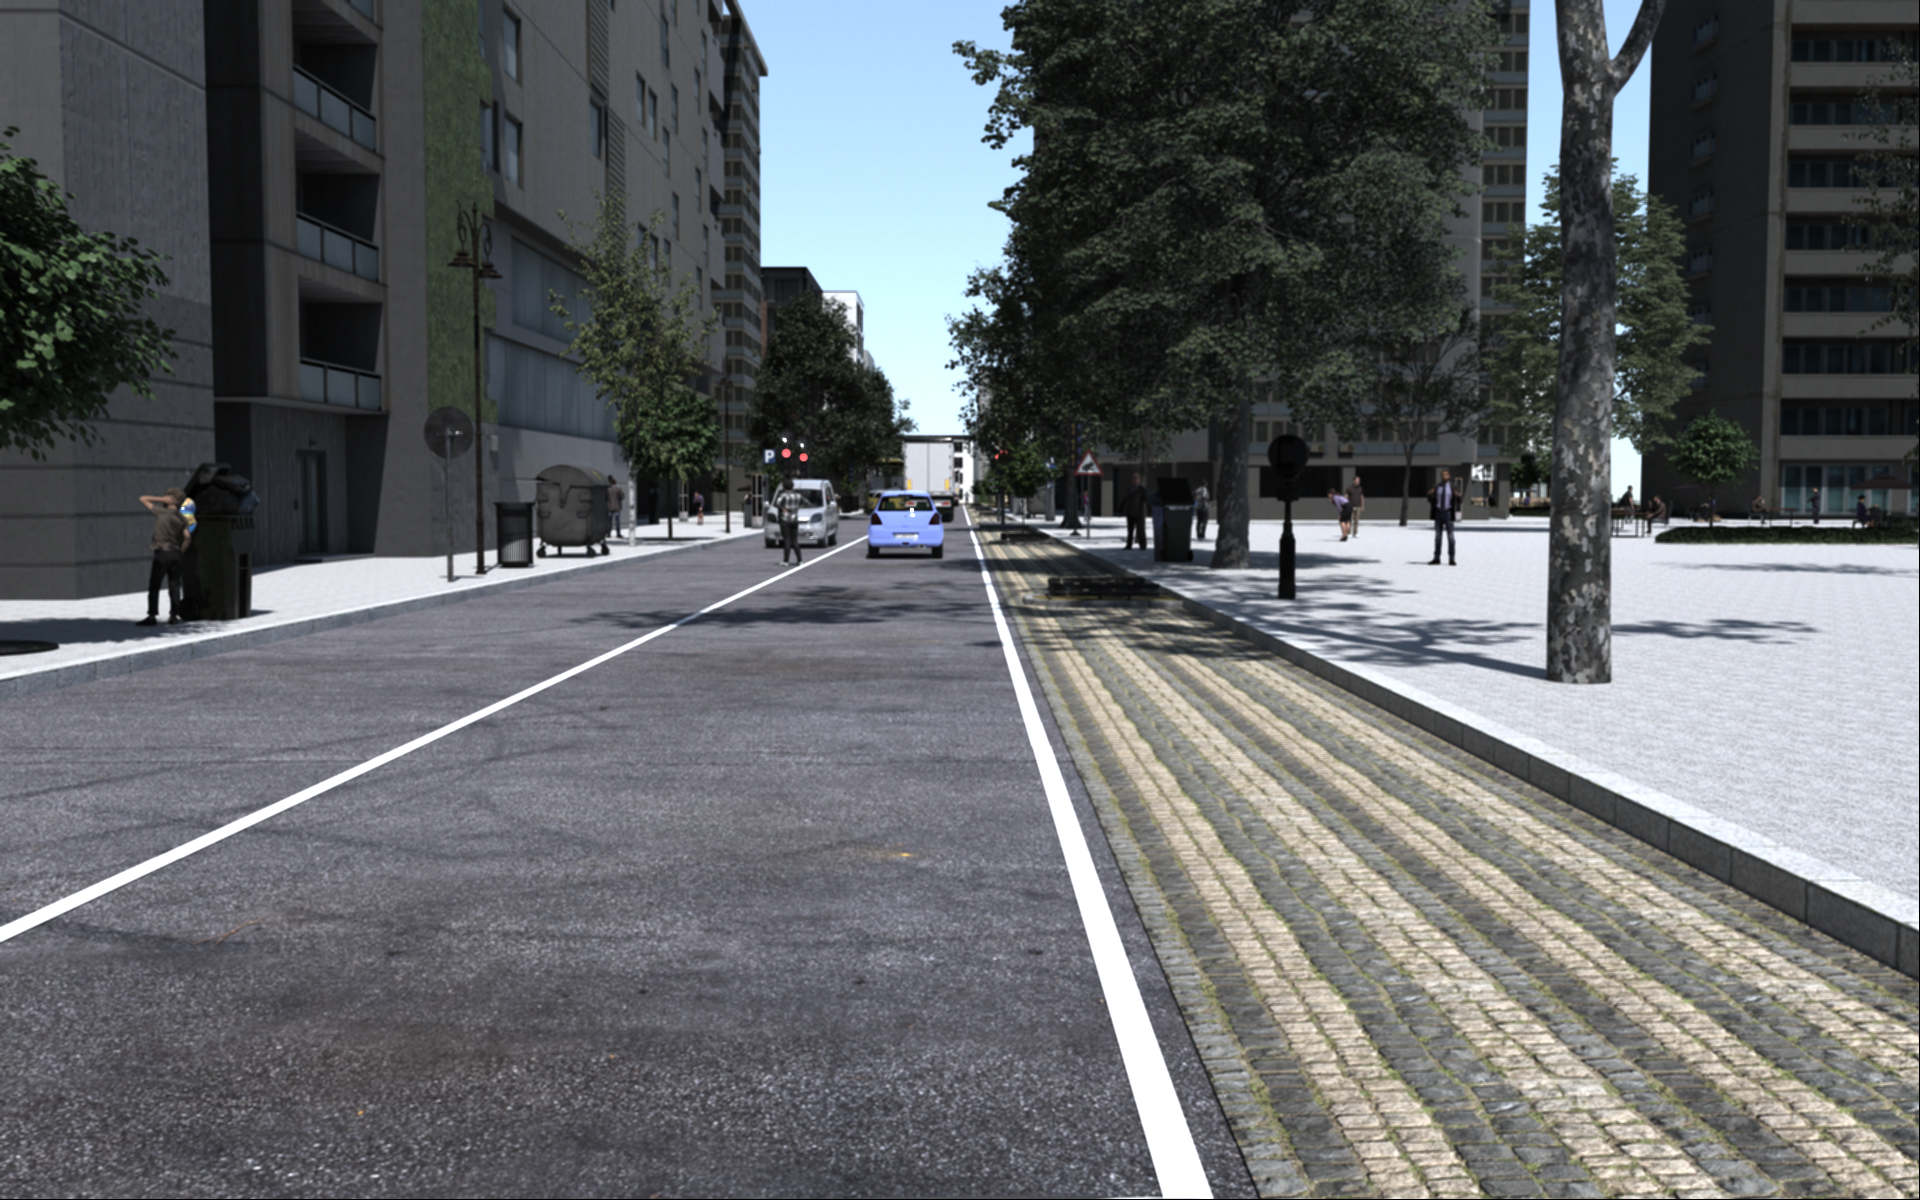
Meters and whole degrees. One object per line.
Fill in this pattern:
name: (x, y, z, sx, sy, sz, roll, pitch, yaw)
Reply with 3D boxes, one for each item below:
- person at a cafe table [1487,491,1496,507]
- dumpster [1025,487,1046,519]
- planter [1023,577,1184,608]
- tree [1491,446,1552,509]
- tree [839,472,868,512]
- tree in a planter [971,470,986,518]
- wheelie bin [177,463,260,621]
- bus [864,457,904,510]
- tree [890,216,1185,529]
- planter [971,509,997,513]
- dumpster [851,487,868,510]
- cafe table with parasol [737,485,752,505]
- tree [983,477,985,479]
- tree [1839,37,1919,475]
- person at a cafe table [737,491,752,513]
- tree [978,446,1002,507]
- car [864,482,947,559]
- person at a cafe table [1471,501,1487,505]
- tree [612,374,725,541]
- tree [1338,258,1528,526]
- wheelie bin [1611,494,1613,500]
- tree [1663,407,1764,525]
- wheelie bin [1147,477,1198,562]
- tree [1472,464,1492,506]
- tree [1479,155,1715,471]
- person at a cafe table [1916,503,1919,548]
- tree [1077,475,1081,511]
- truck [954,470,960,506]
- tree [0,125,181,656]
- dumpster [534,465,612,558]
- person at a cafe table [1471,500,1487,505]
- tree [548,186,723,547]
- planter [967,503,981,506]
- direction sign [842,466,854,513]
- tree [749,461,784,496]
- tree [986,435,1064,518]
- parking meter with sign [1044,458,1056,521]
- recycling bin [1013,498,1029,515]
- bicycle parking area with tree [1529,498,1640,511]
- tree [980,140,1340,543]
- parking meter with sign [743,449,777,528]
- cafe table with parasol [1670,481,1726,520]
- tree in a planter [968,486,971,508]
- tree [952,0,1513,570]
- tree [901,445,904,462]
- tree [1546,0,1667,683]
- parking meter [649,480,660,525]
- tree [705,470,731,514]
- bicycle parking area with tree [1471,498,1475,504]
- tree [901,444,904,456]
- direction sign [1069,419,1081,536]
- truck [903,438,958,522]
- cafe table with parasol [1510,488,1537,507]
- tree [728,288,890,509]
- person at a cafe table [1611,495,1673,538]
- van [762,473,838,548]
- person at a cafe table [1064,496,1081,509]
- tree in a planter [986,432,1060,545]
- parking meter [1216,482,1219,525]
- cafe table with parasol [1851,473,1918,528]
person at a cafe table: (40.604, -7.547, 131.912, 1.698, 1.524, 1.622, 0, 4, 3)
dumpster: (4.009, -5.099, 89.132, 1.264, 1.857, 1.865, 0, 3, 0)
planter: (1.825, -0.097, 22.720, 1.991, 0.319, 1.994, 0, 3, 0)
tree: (35.157, -7.656, 108.883, 4.285, 4.588, 4.351, 0, 3, 0)
tree: (-7.953, -8.100, 127.041, 1.663, 3.219, 1.824, 0, 3, 0)
tree in a planter: (1.813, -6.603, 105.176, 1.991, 3.239, 1.994, 0, 3, 0)
wheelie bin: (-7.619, -0.604, 17.787, 0.693, 1.594, 0.980, 0, 4, 1)
bus: (-4.845, -7.819, 119.389, 2.896, 3.916, 12.252, 0, 3, 0)
tree: (4.078, -9.001, 64.166, 9.611, 12.733, 9.660, 0, 3, 0)
planter: (1.816, -6.851, 133.153, 1.991, 0.319, 1.994, 0, 3, 0)
dumpster: (-7.742, -7.777, 132.911, 1.264, 1.857, 1.865, 0, 3, 0)
cafe table with parasol: (-20.253, -9.102, 153.682, 2.610, 1.966, 2.610, -2, 4, -32)
tree: (4.281, -13.311, 201.349, 4.285, 4.588, 4.351, 0, 3, 0)
tree: (15.154, -4.629, 26.041, 4.360, 8.622, 3.978, 0, 3, 0)
person at a cafe table: (-14.108, -6.607, 116.544, 1.698, 1.524, 1.622, -1, 4, -15)
tree: (3.807, -13.355, 168.713, 4.360, 8.622, 3.978, 0, 3, 0)
car: (-1.251, -1.842, 39.715, 1.945, 1.707, 3.694, 0, 4, -2)
person at a cafe table: (37.045, -7.216, 126.490, 1.698, 1.524, 1.622, -2, 4, -33)
tree: (-7.978, -3.921, 47.826, 4.285, 4.588, 4.351, 0, 3, 0)
tree: (17.604, -8.172, 68.022, 8.767, 10.594, 7.601, -1, 4, -9)
wheelie bin: (26.961, -3.967, 72.772, 0.693, 1.594, 0.980, -3, 5, -42)
tree: (28.269, -4.965, 64.888, 4.285, 4.588, 4.351, 0, 3, 0)
wheelie bin: (3.990, -1.523, 32.803, 0.980, 1.594, 0.693, -1, 4, -16)
tree: (36.263, -10.351, 119.608, 4.737, 8.622, 4.395, 0, 3, 0)
tree: (21.132, -8.535, 57.682, 7.486, 12.596, 7.792, 0, 3, 0)
person at a cafe table: (23.353, -1.815, 40.536, 1.726, 1.238, 1.698, 1, 4, 9)
tree: (9.192, -8.556, 134.487, 1.663, 3.219, 1.824, 0, 3, 0)
truck: (-1.430, -13.247, 205.502, 2.839, 4.237, 11.283, 0, 4, -2)
tree: (-8.239, -1.851, 13.975, 4.285, 4.588, 4.351, 0, 3, 0)
dumpster: (-7.893, -1.807, 35.301, 1.264, 1.857, 1.865, 0, 3, 0)
person at a cafe table: (45.440, -8.705, 153.190, 1.726, 1.238, 1.698, 3, 5, 40)
tree: (-7.867, -5.577, 41.550, 4.737, 8.622, 4.395, 0, 3, 0)
planter: (1.806, -11.512, 209.365, 1.991, 0.319, 1.994, 0, 3, 0)
direction sign: (-7.566, -7.625, 116.662, 0.876, 3.537, 0.379, 2, 4, 24)
tree: (-9.336, -5.539, 85.162, 1.663, 3.219, 1.824, 0, 3, 0)
tree: (3.976, -6.663, 92.647, 4.285, 4.588, 4.351, 0, 3, 0)
parking meter with sign: (4.293, -5.242, 81.967, 0.543, 3.016, 1.738, 0, 4, 5)
recycling bin: (3.704, -5.648, 104.905, 0.722, 1.027, 0.722, -3, 4, -36)
bicycle parking area with tree: (48.797, -9.118, 136.076, 9.016, 4.147, 8.231, 3, 5, 44)
tree: (4.626, -6.723, 44.339, 8.767, 10.594, 7.601, 0, 4, 4)
parking meter with sign: (-7.727, -4.312, 66.755, 0.543, 3.016, 1.738, 2, 4, 24)
cafe table with parasol: (36.290, -4.915, 85.218, 2.610, 1.966, 2.610, 1, 4, 18)
tree in a planter: (1.812, -11.322, 182.332, 1.991, 3.239, 1.994, 0, 3, 0)
tree: (4.679, -7.510, 29.436, 9.857, 13.997, 8.962, 0, 3, 0)
tree: (-8.606, -17.285, 232.972, 4.360, 8.622, 3.978, 0, 3, 0)
tree: (3.480, -9.427, 10.028, 12.611, 20.169, 13.585, 0, 3, 0)
parking meter: (-12.825, -4.092, 72.608, 0.399, 1.863, 0.255, 1, 4, 19)
tree: (-15.465, -7.186, 112.098, 1.663, 3.219, 1.824, 0, 3, 0)
bicycle parking area with tree: (40.488, -9.961, 149.864, 8.231, 4.147, 9.016, 1, 4, 8)
tree: (-7.572, -16.478, 219.769, 4.737, 8.622, 4.395, 0, 3, 0)
direction sign: (3.532, -3.730, 52.984, 0.379, 3.537, 0.876, 2, 4, 25)
truck: (-1.545, -6.311, 92.105, 2.839, 4.237, 11.283, 0, 4, 0)
cafe table with parasol: (46.896, -8.569, 144.970, 2.610, 1.966, 2.610, 2, 4, 26)
tree: (-8.198, -10.974, 96.426, 9.611, 12.733, 9.660, 0, 3, 0)
person at a cafe table: (20.231, -2.485, 51.489, 1.726, 1.238, 1.698, 1, 4, 12)
van: (-4.301, -2.458, 47.202, 2.013, 2.044, 4.112, 0, 4, 1)
person at a cafe table: (9.460, -7.918, 137.968, 1.622, 1.524, 1.698, 2, 4, 35)
tree in a planter: (1.821, -3.202, 49.574, 1.991, 3.239, 1.994, 0, 3, 0)
parking meter: (10.996, -4.101, 72.770, 0.399, 1.863, 0.255, -1, 4, -18)
cafe table with parasol: (30.306, -3.176, 56.801, 2.610, 1.966, 2.610, 0, 4, -4)
